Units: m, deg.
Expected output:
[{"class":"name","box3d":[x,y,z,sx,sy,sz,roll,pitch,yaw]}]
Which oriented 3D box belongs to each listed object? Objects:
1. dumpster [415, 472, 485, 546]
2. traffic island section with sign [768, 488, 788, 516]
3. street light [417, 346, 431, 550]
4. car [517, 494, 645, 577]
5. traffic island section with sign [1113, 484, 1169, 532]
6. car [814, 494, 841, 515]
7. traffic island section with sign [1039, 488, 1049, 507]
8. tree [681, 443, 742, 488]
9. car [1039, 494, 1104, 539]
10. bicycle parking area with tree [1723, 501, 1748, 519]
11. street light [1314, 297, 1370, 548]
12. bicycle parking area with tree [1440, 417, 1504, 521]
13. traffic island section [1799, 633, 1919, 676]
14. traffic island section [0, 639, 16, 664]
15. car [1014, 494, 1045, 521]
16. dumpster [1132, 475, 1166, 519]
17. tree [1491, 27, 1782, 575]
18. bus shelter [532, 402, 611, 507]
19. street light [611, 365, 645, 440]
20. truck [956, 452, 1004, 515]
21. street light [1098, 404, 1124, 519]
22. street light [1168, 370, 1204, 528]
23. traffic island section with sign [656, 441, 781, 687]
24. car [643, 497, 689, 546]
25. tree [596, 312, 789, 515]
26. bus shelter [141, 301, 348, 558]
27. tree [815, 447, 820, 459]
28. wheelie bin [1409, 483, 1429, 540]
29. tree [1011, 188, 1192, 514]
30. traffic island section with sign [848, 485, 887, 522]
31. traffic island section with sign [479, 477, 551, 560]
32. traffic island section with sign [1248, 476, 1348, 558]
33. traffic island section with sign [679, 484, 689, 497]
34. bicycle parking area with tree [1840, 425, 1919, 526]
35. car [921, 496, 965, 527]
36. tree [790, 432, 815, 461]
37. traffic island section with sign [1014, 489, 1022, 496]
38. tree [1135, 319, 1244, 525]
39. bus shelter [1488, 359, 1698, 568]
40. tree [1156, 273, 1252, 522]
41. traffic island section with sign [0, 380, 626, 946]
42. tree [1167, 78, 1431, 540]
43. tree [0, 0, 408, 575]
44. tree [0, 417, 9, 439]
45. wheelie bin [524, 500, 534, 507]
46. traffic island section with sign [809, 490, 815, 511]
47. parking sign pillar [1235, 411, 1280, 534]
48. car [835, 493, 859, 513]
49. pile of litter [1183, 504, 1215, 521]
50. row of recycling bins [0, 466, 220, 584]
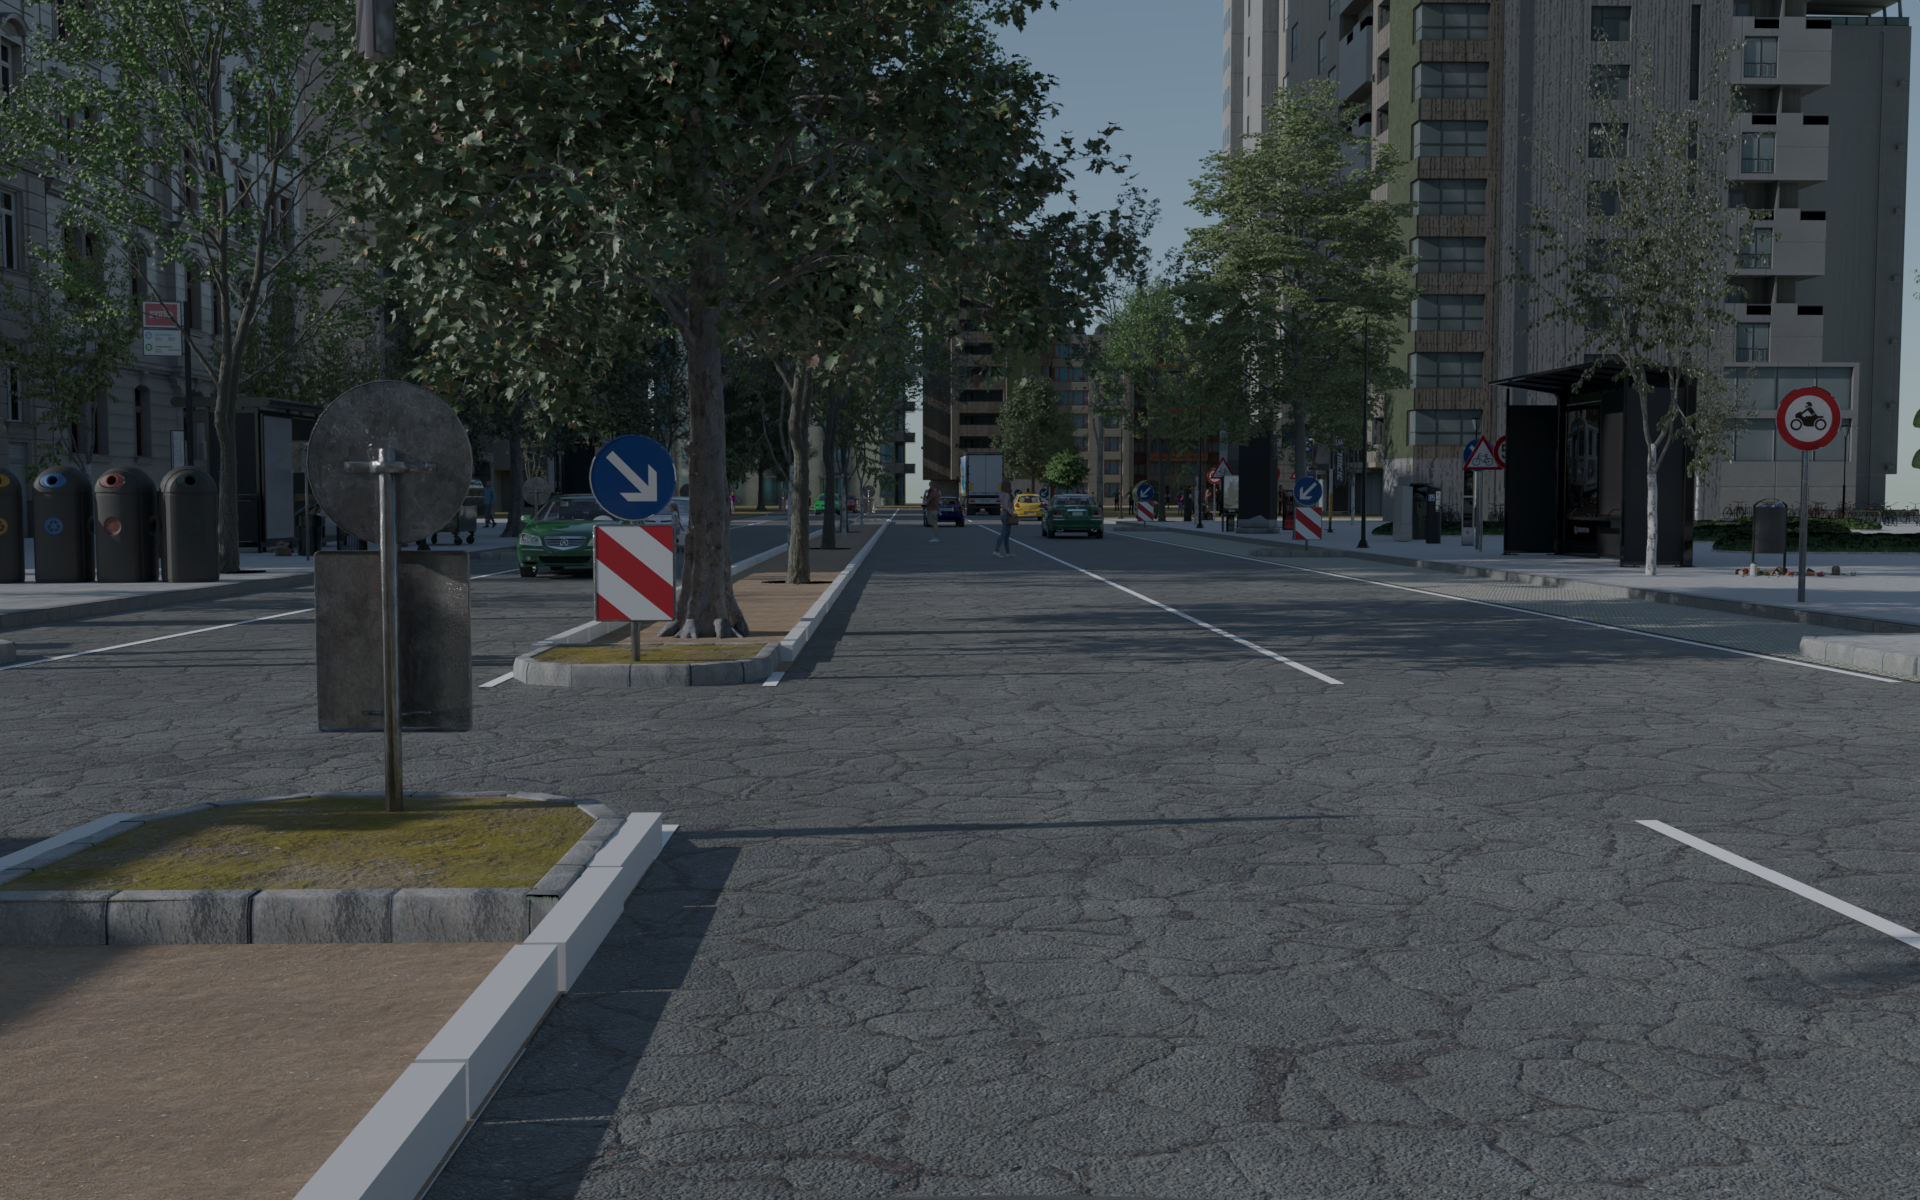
[{"class":"dumpster","box3d":[-12.958,-2.515,43.606,1.502,2.255,1.985,0,4,-2]},{"class":"traffic island section with sign","box3d":[-11.733,-6.548,115.693,1.989,1.847,2.006,0,4,-2]},{"class":"street light","box3d":[-11.262,-4.001,37.955,1.470,5.913,1.316,0,4,-2]},{"class":"car","box3d":[-6.753,-1.195,31.340,2.131,1.459,4.920,0,4,-3]},{"class":"traffic island section with sign","box3d":[6.926,-3.553,66.712,1.989,1.847,2.006,0,4,-2]},{"class":"car","box3d":[-8.986,-6.730,118.832,1.959,1.807,4.718,0,4,-1]},{"class":"traffic island section with sign","box3d":[5.483,-6.578,116.184,1.989,1.847,2.006,0,4,-2]},{"class":"tree","box3d":[-13.871,-6.916,96.796,4.285,4.588,4.351,0,3,0]},{"class":"car","box3d":[3.698,-2.780,57.247,2.131,1.459,4.920,0,4,-1]},{"class":"bicycle parking area with tree","box3d":[39.608,-6.081,86.429,9.016,4.147,8.231,-2,4,-25]},{"class":"street light","box3d":[9.060,-4.190,41.052,1.470,5.913,1.316,0,4,-2]},{"class":"bicycle parking area with tree","box3d":[21.673,-4.703,63.902,8.231,4.147,9.016,2,4,35]},{"class":"traffic island section","box3d":[8.442,0.478,14.473,2.009,0.180,2.903,0,4,-2]},{"class":"traffic island section","box3d":[-9.092,0.508,13.968,2.009,0.180,2.903,0,4,-2]},{"class":"car","box3d":[3.628,-5.067,93.071,2.015,1.641,3.980,0,4,-2]},{"class":"dumpster","box3d":[9.530,-5.175,87.104,1.502,2.255,1.985,0,4,-2]},{"class":"tree","box3d":[10.722,-4.685,26.967,4.360,8.622,3.978,0,3,0]},{"class":"bus shelter","box3d":[-14.054,-5.264,63.705,2.179,5.291,8.768,0,4,-2]},{"class":"street light","box3d":[-11.869,-5.464,61.877,1.470,5.913,1.316,0,4,-2]},{"class":"truck","box3d":[1.396,-8.072,120.886,2.839,4.237,11.283,0,4,-3]},{"class":"street light","box3d":[7.757,-7.133,89.165,1.470,5.913,1.316,0,4,-2]},{"class":"street light","box3d":[8.493,-5.653,64.974,1.470,5.913,1.316,0,4,-2]},{"class":"traffic island section with sign","box3d":[-2.494,-0.347,13.815,2.006,1.907,1.989,0,4,-2]},{"class":"car","box3d":[-7.438,-1.973,44.616,2.083,1.381,4.827,0,4,0]},{"class":"tree","box3d":[-13.354,-8.745,77.400,7.601,10.594,8.767,-3,5,-40]},{"class":"bus shelter","box3d":[-15.956,-3.739,38.757,2.179,5.291,8.768,0,4,-2]},{"class":"tree","box3d":[-15.909,-13.363,152.898,7.601,10.594,8.767,-3,5,-42]},{"class":"wheelie bin","box3d":[12.988,-2.506,48.876,0.980,1.594,0.693,-1,4,-22]},{"class":"tree","box3d":[9.996,-15.258,105.353,12.611,20.169,13.585,0,3,0]},{"class":"traffic island section with sign","box3d":[-4.695,-4.941,88.922,2.006,1.907,1.989,0,4,-2]},{"class":"traffic island section with sign","box3d":[-9.484,-1.831,38.570,1.989,1.847,2.006,0,4,-2]},{"class":"traffic island section with sign","box3d":[7.704,-1.905,39.768,1.989,1.847,2.006,0,4,-2]},{"class":"traffic island section with sign","box3d":[-10.271,-3.479,65.514,1.989,1.847,2.006,0,4,-2]},{"class":"bicycle parking area with tree","box3d":[39.380,-5.237,72.623,8.231,4.147,9.016,0,4,0]},{"class":"car","box3d":[-0.732,-3.924,76.739,1.945,1.354,3.894,0,4,-3]},{"class":"tree","box3d":[-14.525,-10.648,108.514,8.767,10.594,7.601,-1,4,-20]},{"class":"traffic island section with sign","box3d":[4.674,-8.265,143.767,1.989,1.847,2.006,0,4,-2]},{"class":"tree","box3d":[9.677,-7.470,72.492,4.737,8.622,4.395,0,3,0]},{"class":"bus shelter","box3d":[11.999,-2.569,33.284,1.731,3.624,6.357,0,4,-2]},{"class":"tree","box3d":[9.543,-9.459,80.403,9.928,11.665,9.643,0,3,0]},{"class":"traffic island section with sign","box3d":[-2.287,0.106,6.411,2.006,1.907,1.989,0,4,-2]},{"class":"tree","box3d":[9.247,-7.941,47.954,7.486,12.596,7.792,0,3,0]},{"class":"tree","box3d":[-11.727,-6.233,27.666,9.928,11.665,9.643,0,3,0]},{"class":"tree","box3d":[-12.677,-1.626,21.184,1.663,3.219,1.824,0,3,0]},{"class":"wheelie bin","box3d":[-16.531,-3.534,65.683,0.980,1.594,0.693,-3,5,-44]},{"class":"traffic island section with sign","box3d":[-12.520,-8.196,142.637,1.989,1.847,2.006,0,4,-2]},{"class":"parking sign pillar","box3d":[9.704,-4.153,56.375,1.447,3.967,1.447,-3,5,-42]},{"class":"car","box3d":[-8.722,-7.506,131.765,2.155,1.783,4.494,0,4,0]},{"class":"pile of litter","box3d":[11.620,-4.303,84.318,1.719,0.858,1.176,0,4,-3]},{"class":"row of recycling bins","box3d":[-12.635,-1.107,25.206,3.534,1.692,1.069,0,4,-7]}]
